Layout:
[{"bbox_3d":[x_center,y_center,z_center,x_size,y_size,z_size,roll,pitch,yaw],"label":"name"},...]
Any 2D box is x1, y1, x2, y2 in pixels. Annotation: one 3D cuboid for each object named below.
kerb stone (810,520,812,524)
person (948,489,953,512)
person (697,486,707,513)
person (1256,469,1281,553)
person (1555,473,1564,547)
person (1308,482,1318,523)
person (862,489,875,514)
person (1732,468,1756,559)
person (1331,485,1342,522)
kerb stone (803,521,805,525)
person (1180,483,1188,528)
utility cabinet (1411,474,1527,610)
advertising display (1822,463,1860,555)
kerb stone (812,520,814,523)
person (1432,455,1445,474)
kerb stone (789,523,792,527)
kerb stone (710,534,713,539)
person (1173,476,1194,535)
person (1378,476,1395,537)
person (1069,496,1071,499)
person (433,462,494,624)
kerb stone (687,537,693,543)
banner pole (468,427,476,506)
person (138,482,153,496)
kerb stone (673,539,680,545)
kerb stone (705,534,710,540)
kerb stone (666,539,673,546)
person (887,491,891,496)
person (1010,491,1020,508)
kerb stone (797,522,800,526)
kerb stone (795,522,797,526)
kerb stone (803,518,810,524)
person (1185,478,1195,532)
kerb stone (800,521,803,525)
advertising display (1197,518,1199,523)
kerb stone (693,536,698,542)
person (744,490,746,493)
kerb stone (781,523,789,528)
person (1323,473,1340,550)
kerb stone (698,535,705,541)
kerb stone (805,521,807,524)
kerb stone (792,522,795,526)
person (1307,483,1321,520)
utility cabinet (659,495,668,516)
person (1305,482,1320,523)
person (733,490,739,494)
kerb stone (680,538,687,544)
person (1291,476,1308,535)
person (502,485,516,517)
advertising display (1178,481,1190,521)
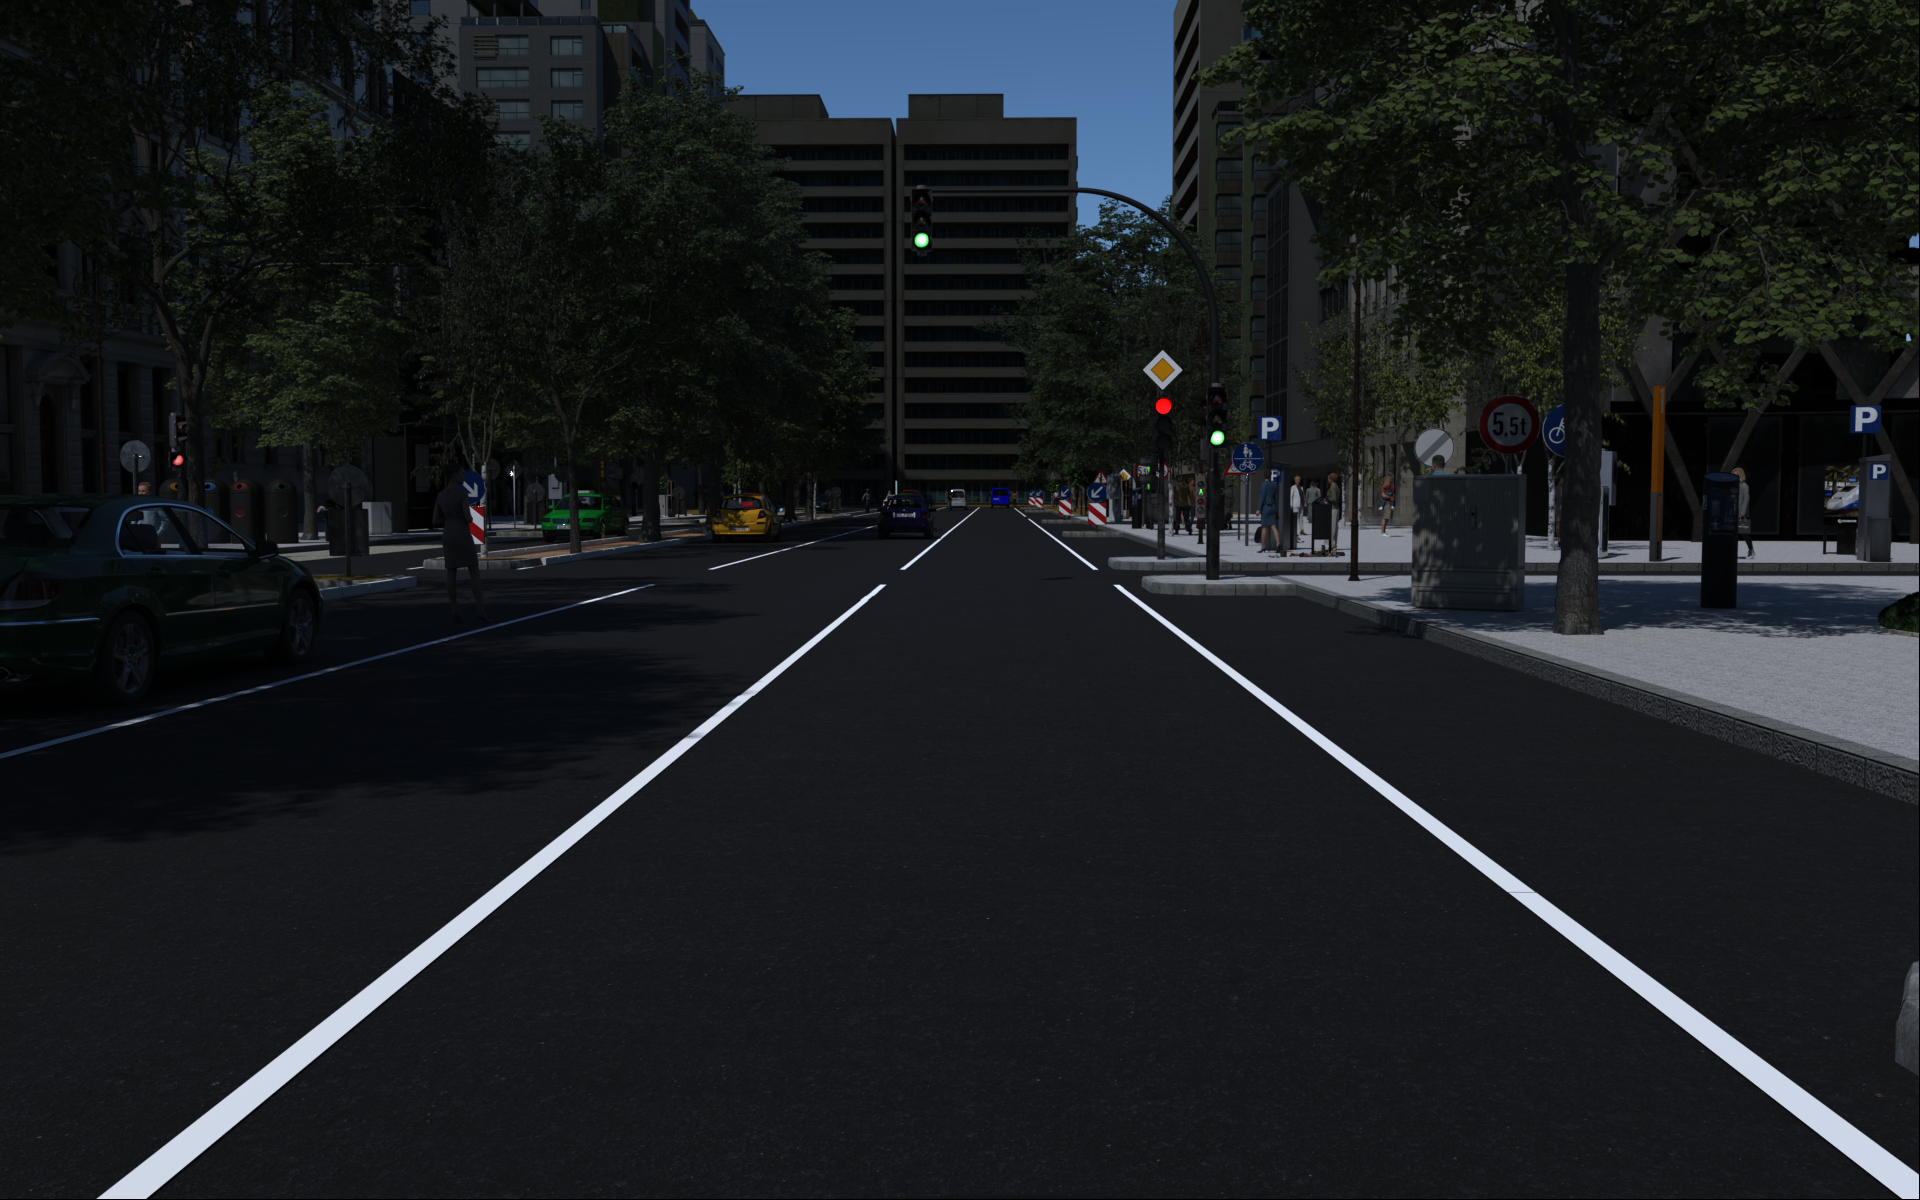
[{"bbox_3d":[-7.341,-3.733,83.371,0.120,0.150,1.000,0,4,1],"label":"kerb stone"},{"bbox_3d":[-0.778,-8.065,140.370,0.705,1.822,1.348,-1,4,-11],"label":"person"},{"bbox_3d":[-16.353,-6.458,111.654,1.348,1.821,0.705,1,4,9],"label":"person"},{"bbox_3d":[6.704,-1.928,37.596,0.581,1.822,0.654,-1,4,-23],"label":"person"},{"bbox_3d":[14.696,-2.186,42.126,0.374,1.781,0.599,-2,4,-32],"label":"person"},{"bbox_3d":[15.627,-4.308,76.658,0.511,1.800,0.466,-1,4,-16],"label":"person"},{"bbox_3d":[-6.750,-7.238,126.916,0.705,1.814,1.350,3,4,38],"label":"person"},{"bbox_3d":[15.363,-1.703,34.077,0.728,1.800,0.709,-1,4,-8],"label":"person"},{"bbox_3d":[17.024,-4.452,78.748,0.836,1.842,0.656,-2,4,-30],"label":"person"},{"bbox_3d":[-7.411,-3.554,80.295,0.120,0.150,1.000,0,4,1],"label":"kerb stone"},{"bbox_3d":[8.490,-3.565,65.333,0.522,1.701,0.512,0,4,2],"label":"person"},{"bbox_3d":[5.625,-0.643,19.186,1.173,1.500,0.318,2,4,34],"label":"utility cabinet"},{"bbox_3d":[18.751,-1.918,36.579,0.974,1.923,0.123,3,5,40],"label":"advertising display"},{"bbox_3d":[-7.326,-3.801,84.393,0.120,0.150,1.000,0,4,1],"label":"kerb stone"},{"bbox_3d":[6.765,-1.147,24.660,0.748,1.841,0.638,-2,4,-31],"label":"person"},{"bbox_3d":[-7.514,-3.241,75.184,0.120,0.150,1.000,0,4,1],"label":"kerb stone"},{"bbox_3d":[-7.951,-1.987,54.680,0.120,0.150,1.000,0,4,1],"label":"kerb stone"},{"bbox_3d":[7.019,-2.964,54.416,0.656,1.842,0.836,-2,4,-31],"label":"person"},{"bbox_3d":[12.747,-2.794,51.699,0.573,1.828,0.580,-1,4,-15],"label":"person"},{"bbox_3d":[12.421,-11.090,190.371,0.990,1.755,0.434,0,4,2],"label":"person"},{"bbox_3d":[-5.523,-0.635,19.228,0.599,1.781,0.374,1,4,22],"label":"person"},{"bbox_3d":[-8.031,-1.722,50.570,0.120,0.150,1.000,0,4,1],"label":"kerb stone"},{"bbox_3d":[-17.931,-4.507,63.701,0.401,3.779,0.863,-2,4,-32],"label":"banner pole"},{"bbox_3d":[-11.606,-0.883,24.756,0.589,1.601,0.330,1,4,16],"label":"person"},{"bbox_3d":[-8.067,-1.610,48.520,0.120,0.150,1.000,0,4,1],"label":"kerb stone"},{"bbox_3d":[-7.966,-1.924,53.652,0.120,0.150,1.000,0,4,1],"label":"kerb stone"},{"bbox_3d":[-8.095,-1.548,47.498,0.120,0.150,1.000,0,4,1],"label":"kerb stone"},{"bbox_3d":[-6.699,-9.635,166.770,0.721,1.736,1.217,2,4,32],"label":"person"},{"bbox_3d":[5.623,-10.362,178.619,1.217,1.736,0.721,-1,4,-20],"label":"person"},{"bbox_3d":[-7.452,-3.428,78.251,0.120,0.150,1.000,0,4,1],"label":"kerb stone"},{"bbox_3d":[-7.479,-3.366,77.229,0.120,0.150,1.000,0,4,1],"label":"kerb stone"},{"bbox_3d":[-7.370,-3.679,82.339,0.120,0.150,1.000,0,4,1],"label":"kerb stone"},{"bbox_3d":[7.866,-3.252,59.129,0.656,1.842,0.836,1,4,9],"label":"person"},{"bbox_3d":[-7.428,-3.491,79.272,0.120,0.150,1.000,0,4,1],"label":"kerb stone"},{"bbox_3d":[9.286,-3.800,67.343,0.123,1.923,0.974,1,4,9],"label":"advertising display"},{"bbox_3d":[-8.013,-1.796,51.591,0.120,0.150,1.000,0,4,1],"label":"kerb stone"},{"bbox_3d":[-21.716,-10.401,175.968,0.599,1.838,0.709,-3,4,-37],"label":"person"},{"bbox_3d":[-7.538,-3.178,74.162,0.120,0.150,1.000,0,4,1],"label":"kerb stone"},{"bbox_3d":[8.451,-2.010,39.456,0.362,1.759,0.519,2,4,26],"label":"person"},{"bbox_3d":[-7.982,-1.861,52.617,0.120,0.150,1.000,0,4,1],"label":"kerb stone"},{"bbox_3d":[-7.394,-3.616,81.317,0.120,0.150,1.000,0,4,1],"label":"kerb stone"},{"bbox_3d":[-7.499,-3.302,76.207,0.120,0.150,1.000,0,4,1],"label":"kerb stone"},{"bbox_3d":[17.267,-4.800,84.368,0.795,1.843,0.661,-3,5,-42],"label":"person"},{"bbox_3d":[-17.832,-5.664,103.770,1.020,1.237,0.306,2,4,31],"label":"utility cabinet"},{"bbox_3d":[15.507,-4.279,76.108,0.635,1.810,0.391,0,4,-1],"label":"person"},{"bbox_3d":[-22.523,-10.256,174.538,0.445,1.727,0.742,3,5,43],"label":"person"},{"bbox_3d":[-8.045,-1.673,49.547,0.120,0.150,1.000,0,4,1],"label":"kerb stone"},{"bbox_3d":[10.471,-2.942,54.028,0.818,1.842,0.514,2,4,32],"label":"person"},{"bbox_3d":[-25.219,-5.537,96.851,0.678,1.792,0.850,2,4,32],"label":"person"},{"bbox_3d":[10.701,-4.753,82.929,0.123,1.923,0.974,-2,4,-32],"label":"advertising display"}]
